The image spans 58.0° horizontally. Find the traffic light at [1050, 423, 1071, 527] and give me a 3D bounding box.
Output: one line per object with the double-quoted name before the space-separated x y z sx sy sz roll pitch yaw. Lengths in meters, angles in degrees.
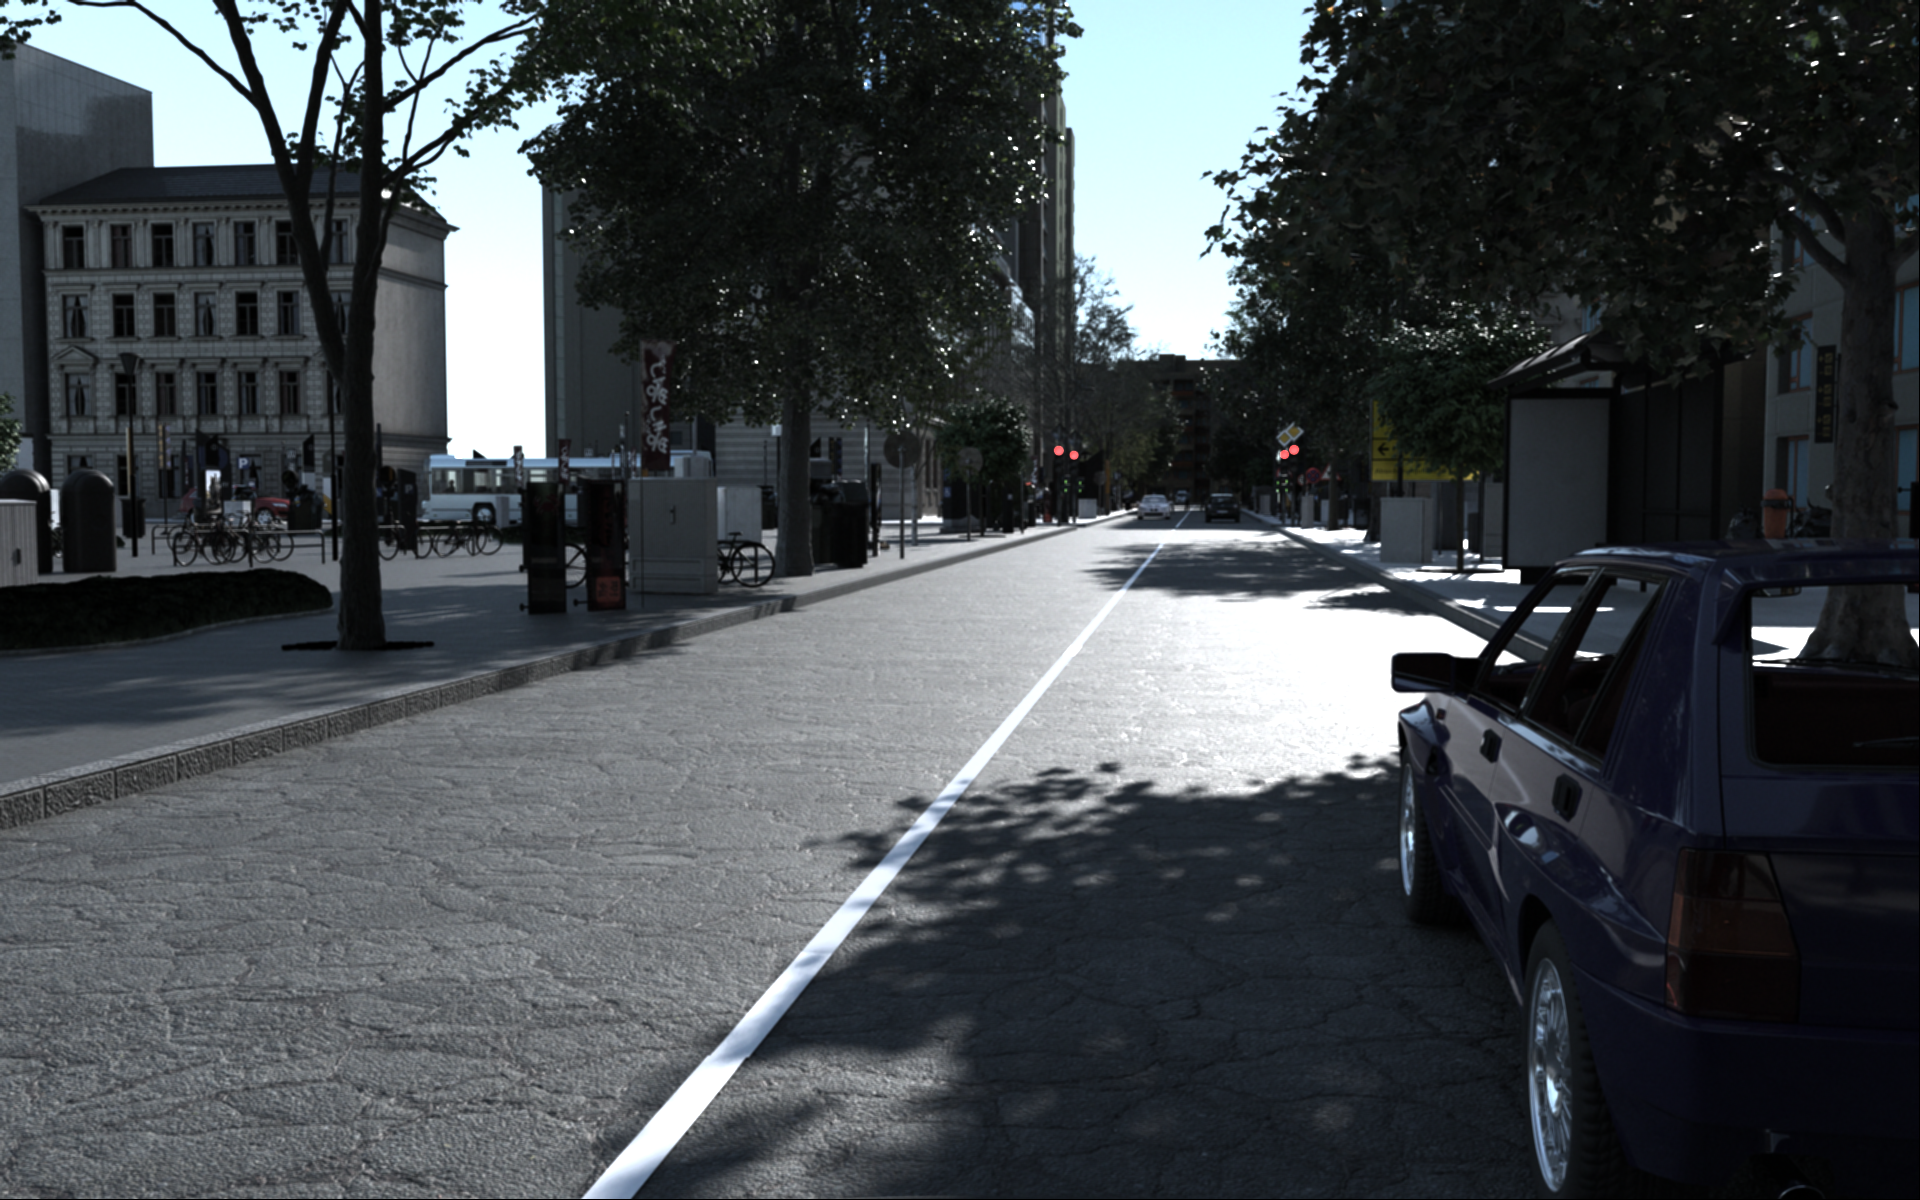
"traffic light" 3.924 -4.842 68.081 0.839 4.253 0.868 0 4 8

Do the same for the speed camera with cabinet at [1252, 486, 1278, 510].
"speed camera with cabinet" 24.527 -8.863 139.250 2.038 3.252 0.660 3 4 36

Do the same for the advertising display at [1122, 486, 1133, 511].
"advertising display" 12.975 -7.887 134.172 0.974 1.923 0.123 -1 4 -22

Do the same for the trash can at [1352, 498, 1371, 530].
"trash can" 14.445 -3.092 62.200 0.748 1.137 0.748 0 3 0

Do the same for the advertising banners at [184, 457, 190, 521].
"advertising banners" -37.075 -5.350 83.657 0.090 3.025 2.074 0 4 -5

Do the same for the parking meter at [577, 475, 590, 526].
"parking meter" -11.608 -2.921 53.467 0.399 1.863 0.255 3 4 36

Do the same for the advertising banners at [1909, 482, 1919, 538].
"advertising banners" 12.421 -1.593 22.227 0.090 3.025 2.074 -2 4 -28

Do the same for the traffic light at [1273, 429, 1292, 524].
"traffic light" 13.965 -5.249 74.749 0.839 4.253 0.868 0 4 8

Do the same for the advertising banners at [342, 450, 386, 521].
"advertising banners" -23.521 -4.449 68.922 2.074 3.025 0.090 0 4 -1

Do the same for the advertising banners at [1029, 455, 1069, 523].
"advertising banners" 3.949 -4.969 77.433 2.074 3.025 0.090 2 4 34

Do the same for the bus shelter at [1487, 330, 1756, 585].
"bus shelter" 8.112 -1.711 21.905 2.014 3.302 5.546 1 4 8

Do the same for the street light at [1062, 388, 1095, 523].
"street light" 5.185 -6.319 75.858 1.470 5.913 1.316 0 4 8

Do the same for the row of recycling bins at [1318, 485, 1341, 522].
"row of recycling bins" 16.791 -4.371 78.575 1.069 1.692 3.534 1 4 9

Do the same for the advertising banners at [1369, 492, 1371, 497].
"advertising banners" 25.141 -6.691 105.589 0.090 3.025 2.074 0 4 6

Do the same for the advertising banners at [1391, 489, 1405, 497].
"advertising banners" 13.445 -3.536 54.000 0.090 3.025 2.074 3 4 36

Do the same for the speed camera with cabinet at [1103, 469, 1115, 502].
"speed camera with cabinet" 11.849 -8.809 138.370 0.660 3.252 2.038 -1 4 -10

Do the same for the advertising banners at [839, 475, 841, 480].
"advertising banners" -5.594 -5.355 83.747 0.090 3.025 2.074 1 4 14

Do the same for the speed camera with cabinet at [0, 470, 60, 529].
"speed camera with cabinet" -32.809 -4.067 60.831 2.038 3.252 0.660 0 4 1

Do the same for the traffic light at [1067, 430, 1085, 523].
"traffic light" 5.039 -5.325 75.988 0.839 4.253 0.868 0 4 8

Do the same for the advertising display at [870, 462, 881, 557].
"advertising display" -1.733 -1.867 35.739 0.123 1.923 0.974 0 4 3

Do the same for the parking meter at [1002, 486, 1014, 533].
"parking meter" 1.579 -2.960 56.808 0.372 1.533 0.369 0 3 0

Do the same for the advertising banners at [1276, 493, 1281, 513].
"advertising banners" 21.649 -7.369 116.674 0.090 3.025 2.074 -2 4 -27

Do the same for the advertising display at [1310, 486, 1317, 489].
"advertising display" 27.165 -7.814 132.969 0.123 1.923 0.974 3 4 37

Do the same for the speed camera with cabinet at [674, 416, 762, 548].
"speed camera with cabinet" -5.788 -2.882 41.464 2.038 3.252 0.660 -2 4 -33

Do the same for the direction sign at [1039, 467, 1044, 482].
"direction sign" 6.610 -9.258 143.358 0.379 3.537 0.876 3 5 44

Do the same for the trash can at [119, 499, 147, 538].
"trash can" -24.151 -2.383 50.620 0.748 1.137 0.748 0 3 0

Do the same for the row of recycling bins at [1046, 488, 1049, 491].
"row of recycling bins" 4.190 -6.506 113.485 3.534 1.692 1.069 1 4 20

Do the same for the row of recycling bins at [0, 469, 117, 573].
"row of recycling bins" -15.650 -1.286 28.140 3.534 1.692 1.069 -1 4 -18

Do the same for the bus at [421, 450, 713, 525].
"bus" -17.445 -4.902 75.012 13.247 3.499 2.948 1 4 10

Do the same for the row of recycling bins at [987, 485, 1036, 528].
"row of recycling bins" 1.726 -3.630 66.458 1.069 1.692 3.534 2 4 35

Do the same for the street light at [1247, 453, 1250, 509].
"street light" 19.788 -8.798 116.393 1.470 5.913 1.316 0 4 8

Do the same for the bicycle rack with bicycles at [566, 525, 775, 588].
"bicycle rack with bicycles" -3.907 -0.659 24.158 2.925 0.926 2.852 1 4 17

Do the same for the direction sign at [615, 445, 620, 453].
"direction sign" -15.611 -5.349 79.452 0.379 3.537 0.876 -2 4 -34

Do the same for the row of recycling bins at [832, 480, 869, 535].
"row of recycling bins" -3.874 -2.804 52.964 1.069 1.692 3.534 -2 4 -33

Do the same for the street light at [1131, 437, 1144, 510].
"street light" 14.531 -10.381 142.273 1.470 5.913 1.316 0 4 8

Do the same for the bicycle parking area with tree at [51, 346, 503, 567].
"bicycle parking area with tree" -14.352 -2.898 34.384 8.231 4.147 9.016 3 4 36

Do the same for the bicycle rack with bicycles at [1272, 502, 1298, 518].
"bicycle rack with bicycles" 17.902 -4.756 91.149 2.925 0.926 2.852 0 4 -2

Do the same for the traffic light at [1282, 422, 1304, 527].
"traffic light" 12.849 -4.766 66.842 0.839 4.253 0.868 0 4 8

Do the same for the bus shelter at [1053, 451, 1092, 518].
"bus shelter" 6.294 -6.436 96.514 1.731 3.624 6.357 0 4 8

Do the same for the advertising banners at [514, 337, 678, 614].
"advertising banners" -3.929 -1.398 19.046 0.090 3.025 2.074 3 5 44

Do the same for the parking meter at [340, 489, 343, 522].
"parking meter" -28.652 -4.417 80.624 0.372 1.533 0.369 0 3 0

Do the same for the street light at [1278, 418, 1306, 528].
"street light" 12.666 -5.739 66.366 1.470 5.913 1.316 0 4 8

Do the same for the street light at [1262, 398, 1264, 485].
"street light" 15.042 -6.795 83.634 1.470 5.913 1.316 0 4 8

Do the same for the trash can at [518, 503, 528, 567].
"trash can" -7.010 -1.060 28.981 0.748 1.137 0.748 0 3 0

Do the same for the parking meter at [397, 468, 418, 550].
"parking meter" -12.658 -2.079 39.697 0.399 1.863 0.255 -3 4 -38

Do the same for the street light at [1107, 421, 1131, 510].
"street light" 9.782 -8.324 108.638 1.470 5.913 1.316 0 4 8

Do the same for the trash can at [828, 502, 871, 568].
"trash can" -1.925 -1.140 30.288 0.748 1.137 0.748 0 3 0

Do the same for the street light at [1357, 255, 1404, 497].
"street light" 8.004 -3.734 33.595 1.470 5.913 1.316 0 4 8

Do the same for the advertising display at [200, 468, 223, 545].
"advertising display" -18.667 -2.326 43.242 0.123 1.923 0.974 0 4 0

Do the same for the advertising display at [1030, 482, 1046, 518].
"advertising display" 4.173 -5.432 94.022 0.974 1.923 0.123 1 4 9
